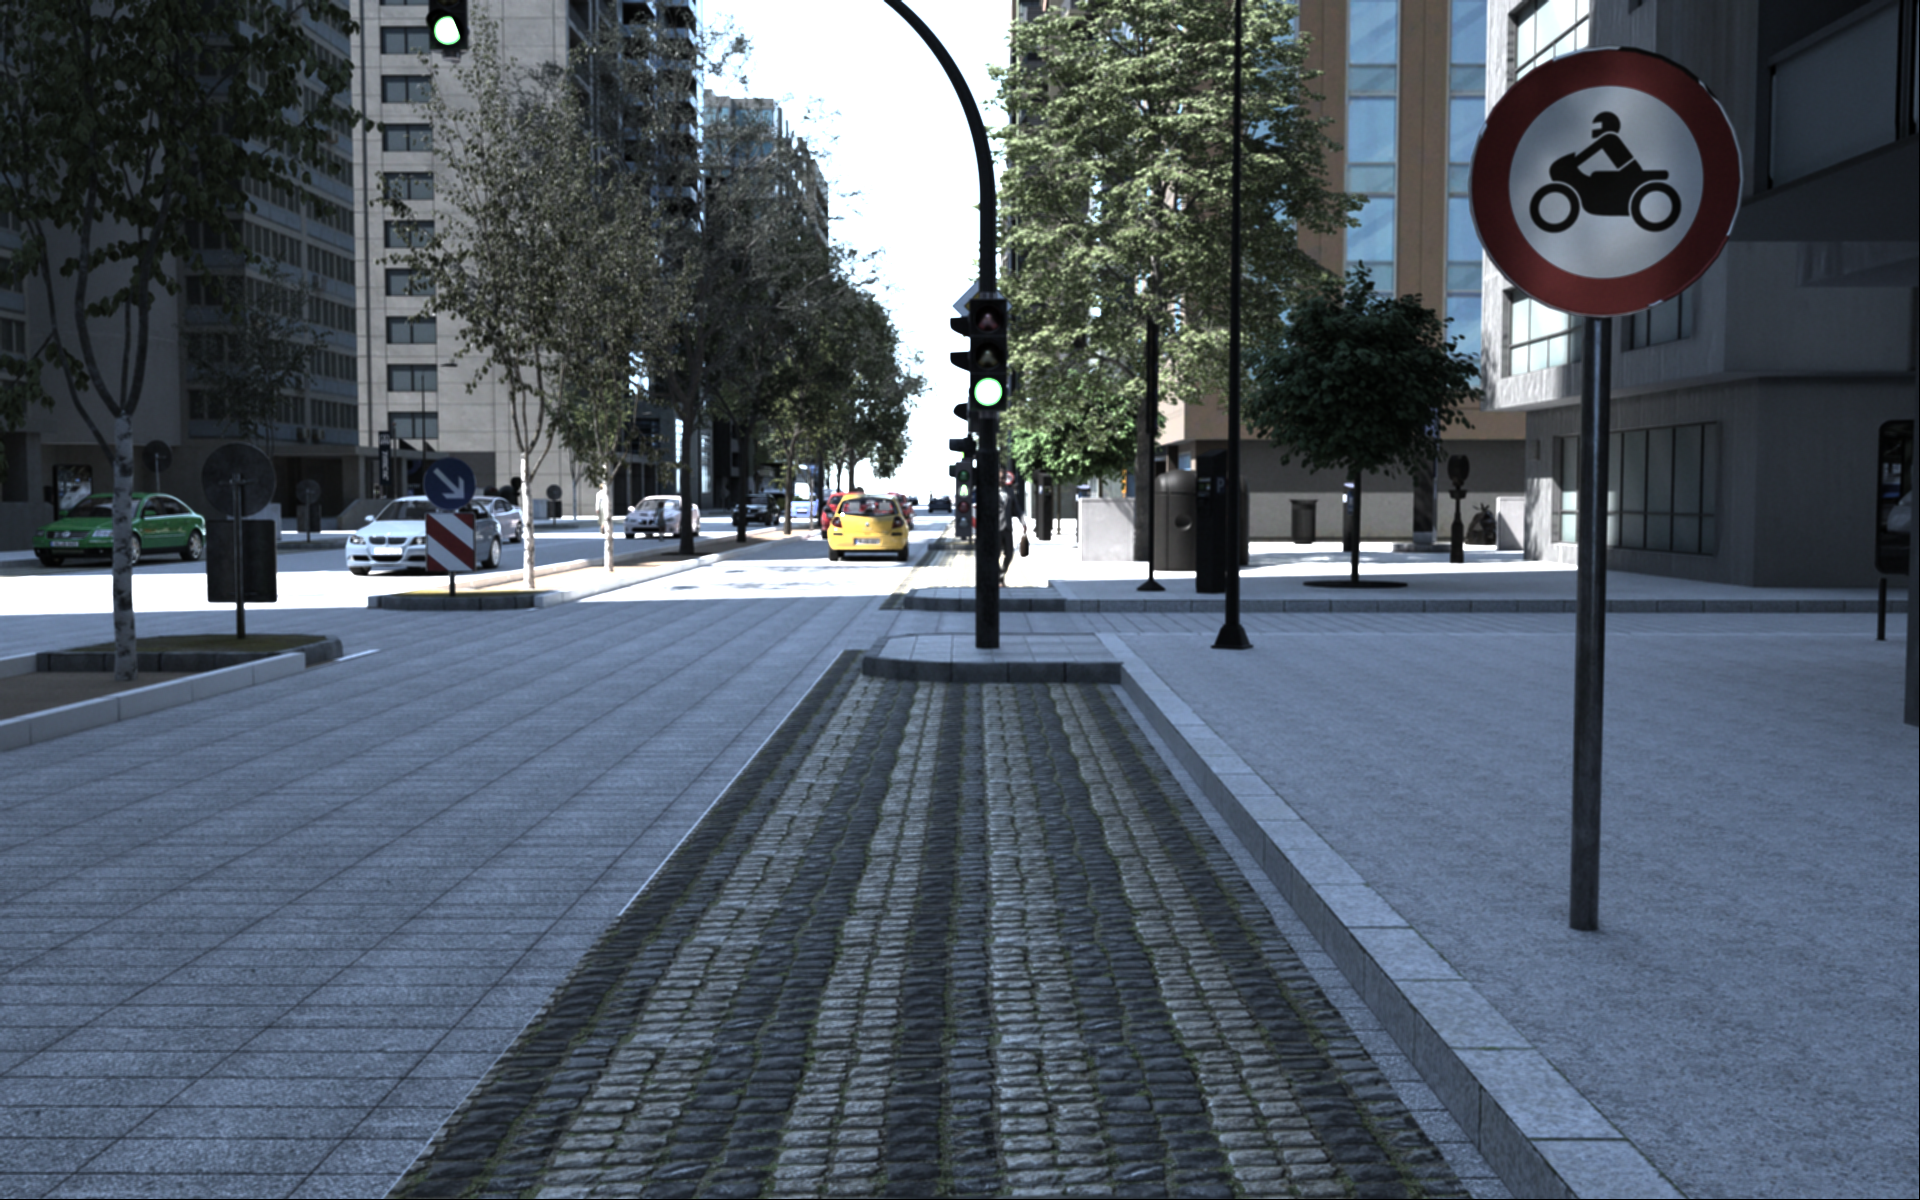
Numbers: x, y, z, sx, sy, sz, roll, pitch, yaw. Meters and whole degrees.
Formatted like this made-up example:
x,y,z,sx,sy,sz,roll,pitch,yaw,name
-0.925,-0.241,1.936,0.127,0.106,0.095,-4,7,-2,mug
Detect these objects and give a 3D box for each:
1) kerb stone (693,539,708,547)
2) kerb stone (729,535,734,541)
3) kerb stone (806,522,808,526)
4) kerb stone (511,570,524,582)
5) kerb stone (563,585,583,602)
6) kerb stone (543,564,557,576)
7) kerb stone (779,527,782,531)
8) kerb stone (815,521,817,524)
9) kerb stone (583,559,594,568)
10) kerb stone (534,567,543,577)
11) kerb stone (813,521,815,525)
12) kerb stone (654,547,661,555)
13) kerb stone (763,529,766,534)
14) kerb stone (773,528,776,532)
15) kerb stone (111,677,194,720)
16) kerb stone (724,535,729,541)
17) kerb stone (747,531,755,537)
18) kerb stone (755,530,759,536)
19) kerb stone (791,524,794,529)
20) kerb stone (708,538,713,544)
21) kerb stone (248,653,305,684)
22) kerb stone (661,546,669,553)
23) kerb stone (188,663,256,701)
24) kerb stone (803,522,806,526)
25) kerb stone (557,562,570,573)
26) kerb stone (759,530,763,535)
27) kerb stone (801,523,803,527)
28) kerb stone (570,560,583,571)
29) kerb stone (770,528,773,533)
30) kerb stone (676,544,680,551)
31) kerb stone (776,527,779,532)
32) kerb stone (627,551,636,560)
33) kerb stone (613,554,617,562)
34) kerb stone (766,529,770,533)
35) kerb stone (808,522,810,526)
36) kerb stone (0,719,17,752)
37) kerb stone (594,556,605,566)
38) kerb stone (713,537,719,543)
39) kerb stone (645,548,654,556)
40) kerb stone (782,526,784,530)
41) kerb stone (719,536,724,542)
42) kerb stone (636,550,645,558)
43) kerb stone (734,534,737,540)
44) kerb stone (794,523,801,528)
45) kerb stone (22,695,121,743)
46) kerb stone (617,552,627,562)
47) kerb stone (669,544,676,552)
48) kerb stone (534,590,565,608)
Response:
x,y,z,sx,sy,sz,roll,pitch,yaw,name
-7.173,-1.571,47.878,0.120,0.150,1.000,0,4,0,kerb stone
-7.122,-1.883,53.014,0.120,0.150,1.000,0,4,0,kerb stone
-6.931,-3.326,76.572,0.120,0.150,1.000,0,4,0,kerb stone
-7.330,-0.378,28.422,0.120,0.150,1.000,0,4,0,kerb stone
-5.280,-0.066,23.277,0.120,0.150,1.000,0,4,0,kerb stone
-7.322,-0.506,30.466,0.120,0.150,1.000,0,4,0,kerb stone
-7.020,-2.698,66.323,0.120,0.150,1.000,0,4,0,kerb stone
-6.902,-3.577,80.703,0.120,0.150,1.000,0,4,0,kerb stone
-7.300,-0.694,33.539,0.120,0.150,1.000,0,4,0,kerb stone
-7.324,-0.443,29.444,0.120,0.150,1.000,0,4,0,kerb stone
-6.900,-3.508,79.681,0.120,0.150,1.000,0,4,0,kerb stone
-7.233,-1.132,40.708,0.120,0.150,1.000,0,4,0,kerb stone
-7.057,-2.384,61.210,0.120,0.150,1.000,0,4,0,kerb stone
-7.041,-2.572,64.276,0.120,0.150,1.000,0,4,0,kerb stone
-5.370,0.656,11.463,0.120,0.150,1.000,0,4,0,kerb stone
-7.127,-1.818,51.988,0.120,0.150,1.000,0,4,0,kerb stone
-7.089,-2.198,58.140,0.120,0.150,1.000,0,4,0,kerb stone
-7.074,-2.260,59.162,0.120,0.150,1.000,0,4,0,kerb stone
-6.983,-2.949,70.422,0.120,0.150,1.000,0,4,0,kerb stone
-7.169,-1.634,48.904,0.120,0.150,1.000,0,4,0,kerb stone
-5.361,0.531,13.514,0.120,0.150,1.000,0,4,0,kerb stone
-7.223,-1.193,41.732,0.120,0.150,1.000,0,4,0,kerb stone
-5.367,0.594,12.488,0.120,0.150,1.000,0,4,0,kerb stone
-6.941,-3.263,75.539,0.120,0.150,1.000,0,4,0,kerb stone
-7.306,-0.568,31.489,0.120,0.150,1.000,0,4,0,kerb stone
-7.068,-2.324,60.188,0.120,0.150,1.000,0,4,0,kerb stone
-6.954,-3.200,74.517,0.120,0.150,1.000,0,4,0,kerb stone
-7.298,-0.625,32.517,0.120,0.150,1.000,0,4,0,kerb stone
-7.039,-2.511,63.254,0.120,0.150,1.000,0,4,0,kerb stone
-7.201,-1.320,43.778,0.120,0.150,1.000,0,4,0,kerb stone
-7.020,-2.636,65.297,0.120,0.150,1.000,0,4,0,kerb stone
-7.263,-0.944,37.629,0.120,0.150,1.000,0,4,0,kerb stone
-7.268,-0.819,35.583,0.120,0.150,1.000,0,4,0,kerb stone
-7.050,-2.449,62.232,0.120,0.150,1.000,0,4,0,kerb stone
-6.921,-3.382,77.613,0.120,0.150,1.000,0,4,0,kerb stone
-5.392,0.786,9.417,0.120,0.150,1.000,0,4,0,kerb stone
-7.287,-0.745,34.562,0.120,0.150,1.000,0,4,0,kerb stone
-7.159,-1.696,49.929,0.120,0.150,1.000,0,4,0,kerb stone
-7.226,-1.070,39.686,0.120,0.150,1.000,0,4,0,kerb stone
-7.010,-2.759,67.345,0.120,0.150,1.000,0,4,0,kerb stone
-7.146,-1.759,50.966,0.120,0.150,1.000,0,4,0,kerb stone
-7.245,-1.003,38.658,0.120,0.150,1.000,0,4,0,kerb stone
-7.119,-1.947,54.036,0.120,0.150,1.000,0,4,0,kerb stone
-6.957,-3.137,73.488,0.120,0.150,1.000,0,4,0,kerb stone
-5.384,0.722,10.440,0.120,0.150,1.000,0,4,0,kerb stone
-7.261,-0.881,36.605,0.120,0.150,1.000,0,4,0,kerb stone
-7.209,-1.257,42.754,0.120,0.150,1.000,0,4,0,kerb stone
-5.289,-0.003,22.255,0.120,0.150,1.000,0,4,0,kerb stone
